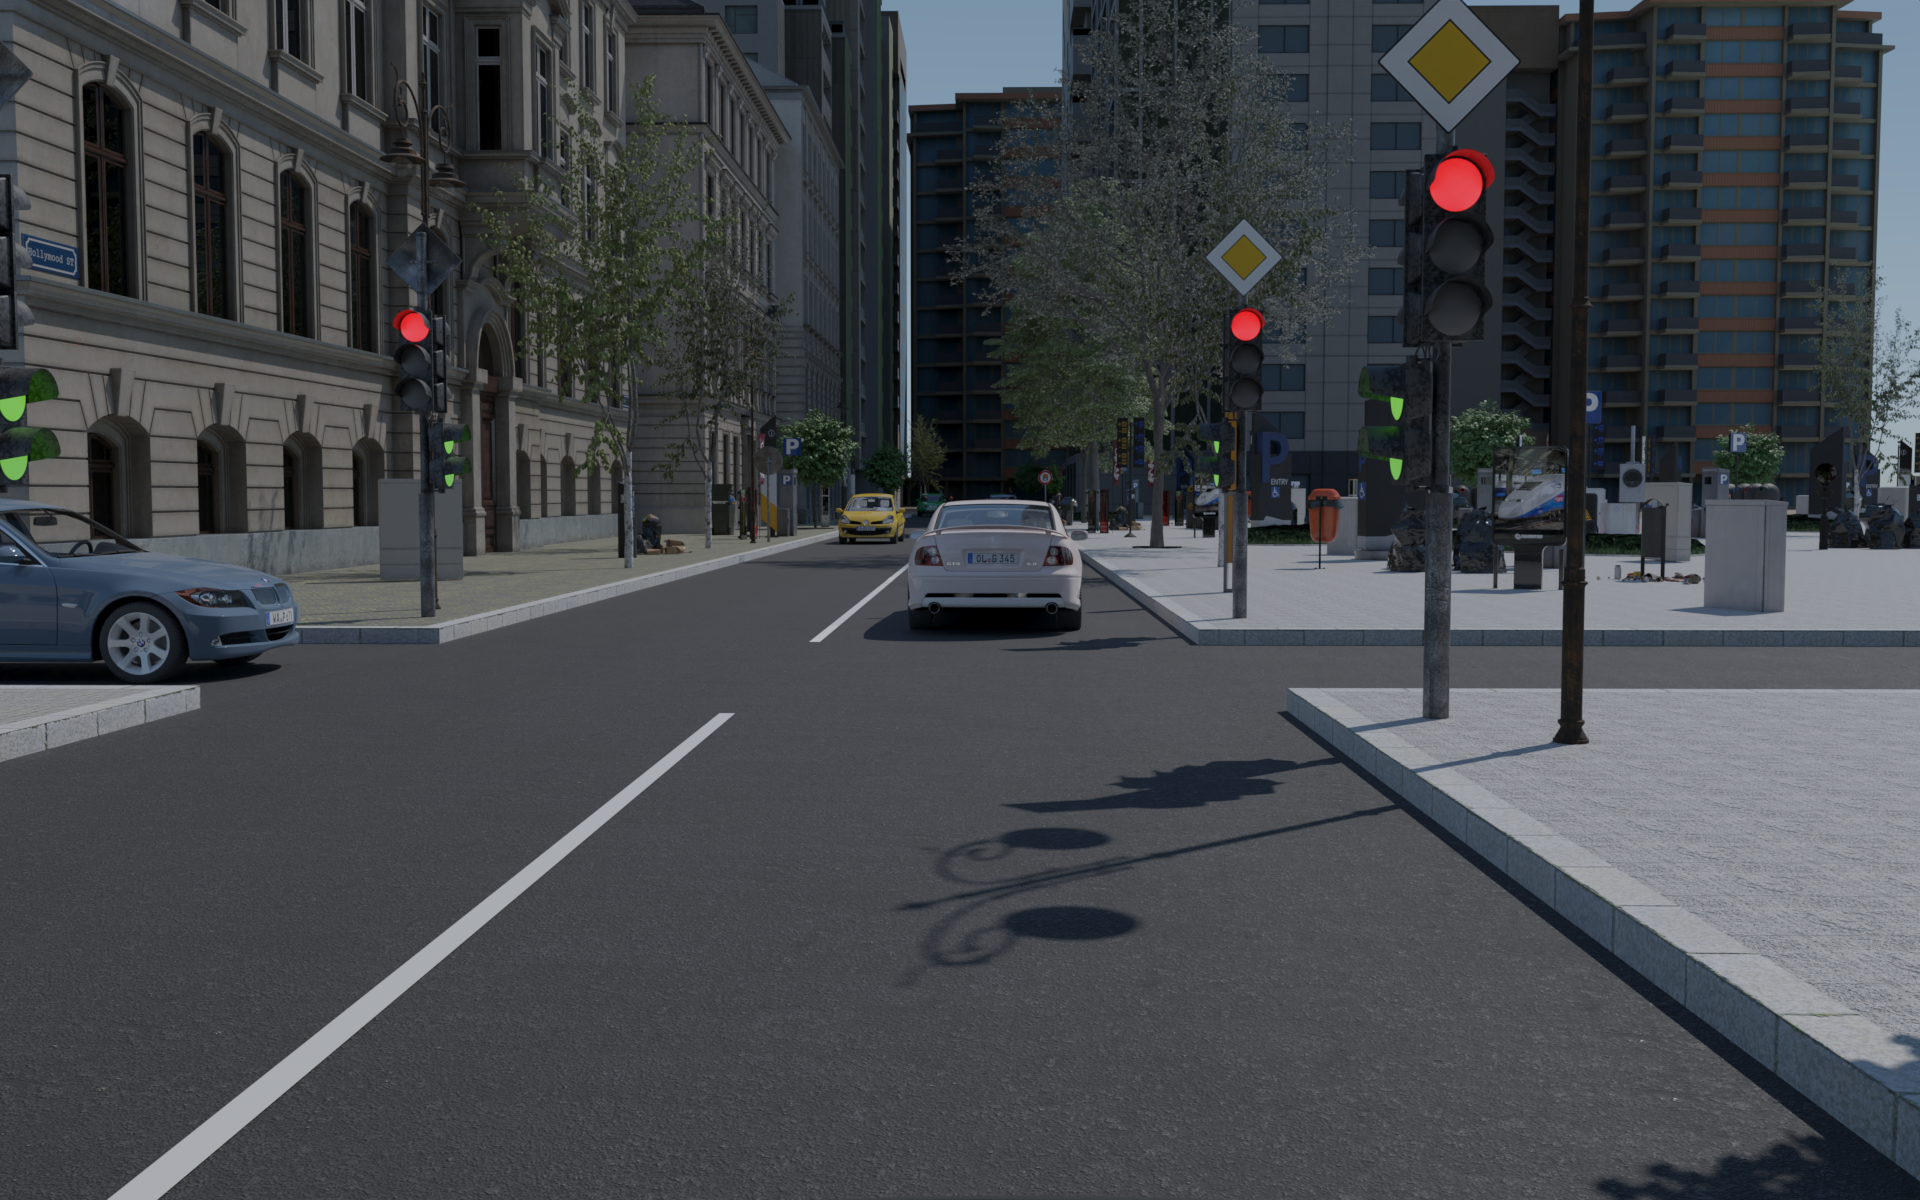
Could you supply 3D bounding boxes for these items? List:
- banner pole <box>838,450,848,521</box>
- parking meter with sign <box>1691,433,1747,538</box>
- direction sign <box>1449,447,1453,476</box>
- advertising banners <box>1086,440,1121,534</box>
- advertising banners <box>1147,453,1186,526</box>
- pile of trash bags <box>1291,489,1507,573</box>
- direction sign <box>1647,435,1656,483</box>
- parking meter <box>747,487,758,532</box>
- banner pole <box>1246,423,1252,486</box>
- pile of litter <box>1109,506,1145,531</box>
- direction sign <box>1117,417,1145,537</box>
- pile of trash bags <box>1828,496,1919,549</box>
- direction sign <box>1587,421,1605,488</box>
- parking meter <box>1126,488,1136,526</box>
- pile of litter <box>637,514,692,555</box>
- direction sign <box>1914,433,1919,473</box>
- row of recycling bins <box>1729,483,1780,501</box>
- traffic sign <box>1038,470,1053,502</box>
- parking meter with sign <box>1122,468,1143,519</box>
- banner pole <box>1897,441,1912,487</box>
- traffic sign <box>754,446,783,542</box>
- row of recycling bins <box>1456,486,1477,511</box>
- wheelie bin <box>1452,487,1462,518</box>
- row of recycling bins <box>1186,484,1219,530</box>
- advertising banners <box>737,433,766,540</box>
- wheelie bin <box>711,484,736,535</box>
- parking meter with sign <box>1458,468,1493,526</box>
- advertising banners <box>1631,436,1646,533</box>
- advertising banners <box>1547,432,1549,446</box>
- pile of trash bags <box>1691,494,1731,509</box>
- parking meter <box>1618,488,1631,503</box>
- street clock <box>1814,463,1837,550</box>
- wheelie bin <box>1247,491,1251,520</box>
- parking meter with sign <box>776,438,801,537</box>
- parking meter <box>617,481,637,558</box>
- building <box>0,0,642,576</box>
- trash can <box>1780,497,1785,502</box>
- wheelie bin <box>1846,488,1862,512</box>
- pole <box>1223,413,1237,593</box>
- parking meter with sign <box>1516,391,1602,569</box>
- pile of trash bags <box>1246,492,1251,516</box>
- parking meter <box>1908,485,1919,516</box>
[{"bbox_3d":[-5.184,-5.263,76.063,0.401,3.779,0.863,3,4,36],"label":"banner pole"},{"bbox_3d":[21.931,-3.302,50.250,0.543,3.016,1.738,-1,4,-17],"label":"parking meter with sign"},{"bbox_3d":[20.773,-4.999,73.730,0.379,3.537,0.876,3,5,43],"label":"direction sign"},{"bbox_3d":[4.700,-3.689,56.509,0.090,3.025,2.074,-2,4,-28],"label":"advertising banners"},{"bbox_3d":[8.294,-4.512,69.952,0.090,3.025,2.074,-3,5,-44],"label":"advertising banners"},{"bbox_3d":[7.536,-1.194,29.267,3.447,1.369,1.912,2,4,26],"label":"pile of trash bags"},{"bbox_3d":[26.718,-4.587,66.998,0.379,3.537,0.876,0,4,5],"label":"direction sign"},{"bbox_3d":[-7.041,-3.075,58.683,0.372,1.533,0.369,0,3,0],"label":"parking meter"},{"bbox_3d":[10.132,-4.296,60.256,0.863,3.779,0.401,1,4,22],"label":"banner pole"},{"bbox_3d":[5.953,-2.895,61.292,1.719,0.858,1.176,-3,4,-36],"label":"pile of litter"},{"bbox_3d":[5.046,-3.625,51.261,0.876,3.537,0.379,2,4,29],"label":"direction sign"},{"bbox_3d":[22.498,-1.924,41.208,3.447,1.369,1.912,-1,4,-17],"label":"pile of trash bags"},{"bbox_3d":[19.611,-3.793,54.020,0.876,3.537,0.379,1,4,20],"label":"direction sign"},{"bbox_3d":[6.889,-3.753,69.771,0.372,1.533,0.369,0,3,0],"label":"parking meter"},{"bbox_3d":[-6.385,-1.421,37.198,1.176,0.858,1.719,3,5,40],"label":"pile of litter"},{"bbox_3d":[35.572,-4.385,63.697,0.876,3.537,0.379,3,4,38],"label":"direction sign"},{"bbox_3d":[31.181,-3.754,68.489,1.069,1.692,3.534,0,4,-6],"label":"row of recycling bins"},{"bbox_3d":[4.600,-5.699,93.288,0.768,2.556,0.104,0,4,7],"label":"traffic sign"},{"bbox_3d":[8.848,-5.691,89.308,0.543,3.016,1.738,-2,4,-29],"label":"parking meter with sign"},{"bbox_3d":[44.265,-5.586,81.342,0.863,3.779,0.401,0,4,-1],"label":"banner pole"},{"bbox_3d":[-5.118,-2.821,46.236,0.768,2.556,0.104,0,4,4],"label":"traffic sign"},{"bbox_3d":[23.734,-4.680,83.636,3.534,1.692,1.069,0,4,-2],"label":"row of recycling bins"},{"bbox_3d":[23.403,-4.546,82.241,0.693,1.594,0.980,-1,4,-15],"label":"wheelie bin"},{"bbox_3d":[9.188,-3.446,63.451,1.069,1.692,3.534,-1,4,-11],"label":"row of recycling bins"},{"bbox_3d":[-5.892,-3.243,49.214,0.090,3.025,2.074,1,4,15],"label":"advertising banners"},{"bbox_3d":[-7.433,-2.831,54.187,0.980,1.594,0.693,1,4,15],"label":"wheelie bin"},{"bbox_3d":[15.743,-3.378,51.494,1.738,3.016,0.543,2,4,26],"label":"parking meter with sign"},{"bbox_3d":[20.257,-3.398,51.745,0.090,3.025,2.074,2,4,32],"label":"advertising banners"},{"bbox_3d":[16.790,-3.268,49.622,0.090,3.025,2.074,1,4,17],"label":"advertising banners"},{"bbox_3d":[23.626,-2.804,55.603,3.447,1.369,1.912,-2,4,-35],"label":"pile of trash bags"},{"bbox_3d":[27.101,-3.818,70.831,0.372,1.533,0.369,0,3,0],"label":"parking meter"},{"bbox_3d":[19.930,-2.162,39.921,0.471,2.002,0.358,2,4,25],"label":"street clock"},{"bbox_3d":[14.534,-4.714,84.983,0.693,1.594,0.980,-2,4,-28],"label":"wheelie bin"},{"bbox_3d":[-5.256,-3.463,52.876,0.543,3.016,1.738,0,4,5],"label":"parking meter with sign"},{"bbox_3d":[-6.698,-1.617,34.848,0.372,1.533,0.369,0,3,0],"label":"parking meter"},{"bbox_3d":[-15.682,-13.303,36.594,14.460,24.649,34.723,0,4,1],"label":"building"},{"bbox_3d":[39.503,-4.413,83.803,0.748,1.137,0.748,0,3,0],"label":"trash can"},{"bbox_3d":[43.417,-4.668,84.227,0.693,1.594,0.980,3,5,41],"label":"wheelie bin"},{"bbox_3d":[3.526,-1.753,22.508,0.158,3.312,0.155,0,3,0],"label":"pole"},{"bbox_3d":[10.321,-2.070,30.107,0.543,3.016,1.738,-1,4,-18],"label":"parking meter with sign"},{"bbox_3d":[12.093,-3.349,64.508,3.447,1.369,1.912,2,4,31],"label":"pile of trash bags"},{"bbox_3d":[25.409,-2.301,46.029,0.372,1.533,0.369,0,3,0],"label":"parking meter"}]
